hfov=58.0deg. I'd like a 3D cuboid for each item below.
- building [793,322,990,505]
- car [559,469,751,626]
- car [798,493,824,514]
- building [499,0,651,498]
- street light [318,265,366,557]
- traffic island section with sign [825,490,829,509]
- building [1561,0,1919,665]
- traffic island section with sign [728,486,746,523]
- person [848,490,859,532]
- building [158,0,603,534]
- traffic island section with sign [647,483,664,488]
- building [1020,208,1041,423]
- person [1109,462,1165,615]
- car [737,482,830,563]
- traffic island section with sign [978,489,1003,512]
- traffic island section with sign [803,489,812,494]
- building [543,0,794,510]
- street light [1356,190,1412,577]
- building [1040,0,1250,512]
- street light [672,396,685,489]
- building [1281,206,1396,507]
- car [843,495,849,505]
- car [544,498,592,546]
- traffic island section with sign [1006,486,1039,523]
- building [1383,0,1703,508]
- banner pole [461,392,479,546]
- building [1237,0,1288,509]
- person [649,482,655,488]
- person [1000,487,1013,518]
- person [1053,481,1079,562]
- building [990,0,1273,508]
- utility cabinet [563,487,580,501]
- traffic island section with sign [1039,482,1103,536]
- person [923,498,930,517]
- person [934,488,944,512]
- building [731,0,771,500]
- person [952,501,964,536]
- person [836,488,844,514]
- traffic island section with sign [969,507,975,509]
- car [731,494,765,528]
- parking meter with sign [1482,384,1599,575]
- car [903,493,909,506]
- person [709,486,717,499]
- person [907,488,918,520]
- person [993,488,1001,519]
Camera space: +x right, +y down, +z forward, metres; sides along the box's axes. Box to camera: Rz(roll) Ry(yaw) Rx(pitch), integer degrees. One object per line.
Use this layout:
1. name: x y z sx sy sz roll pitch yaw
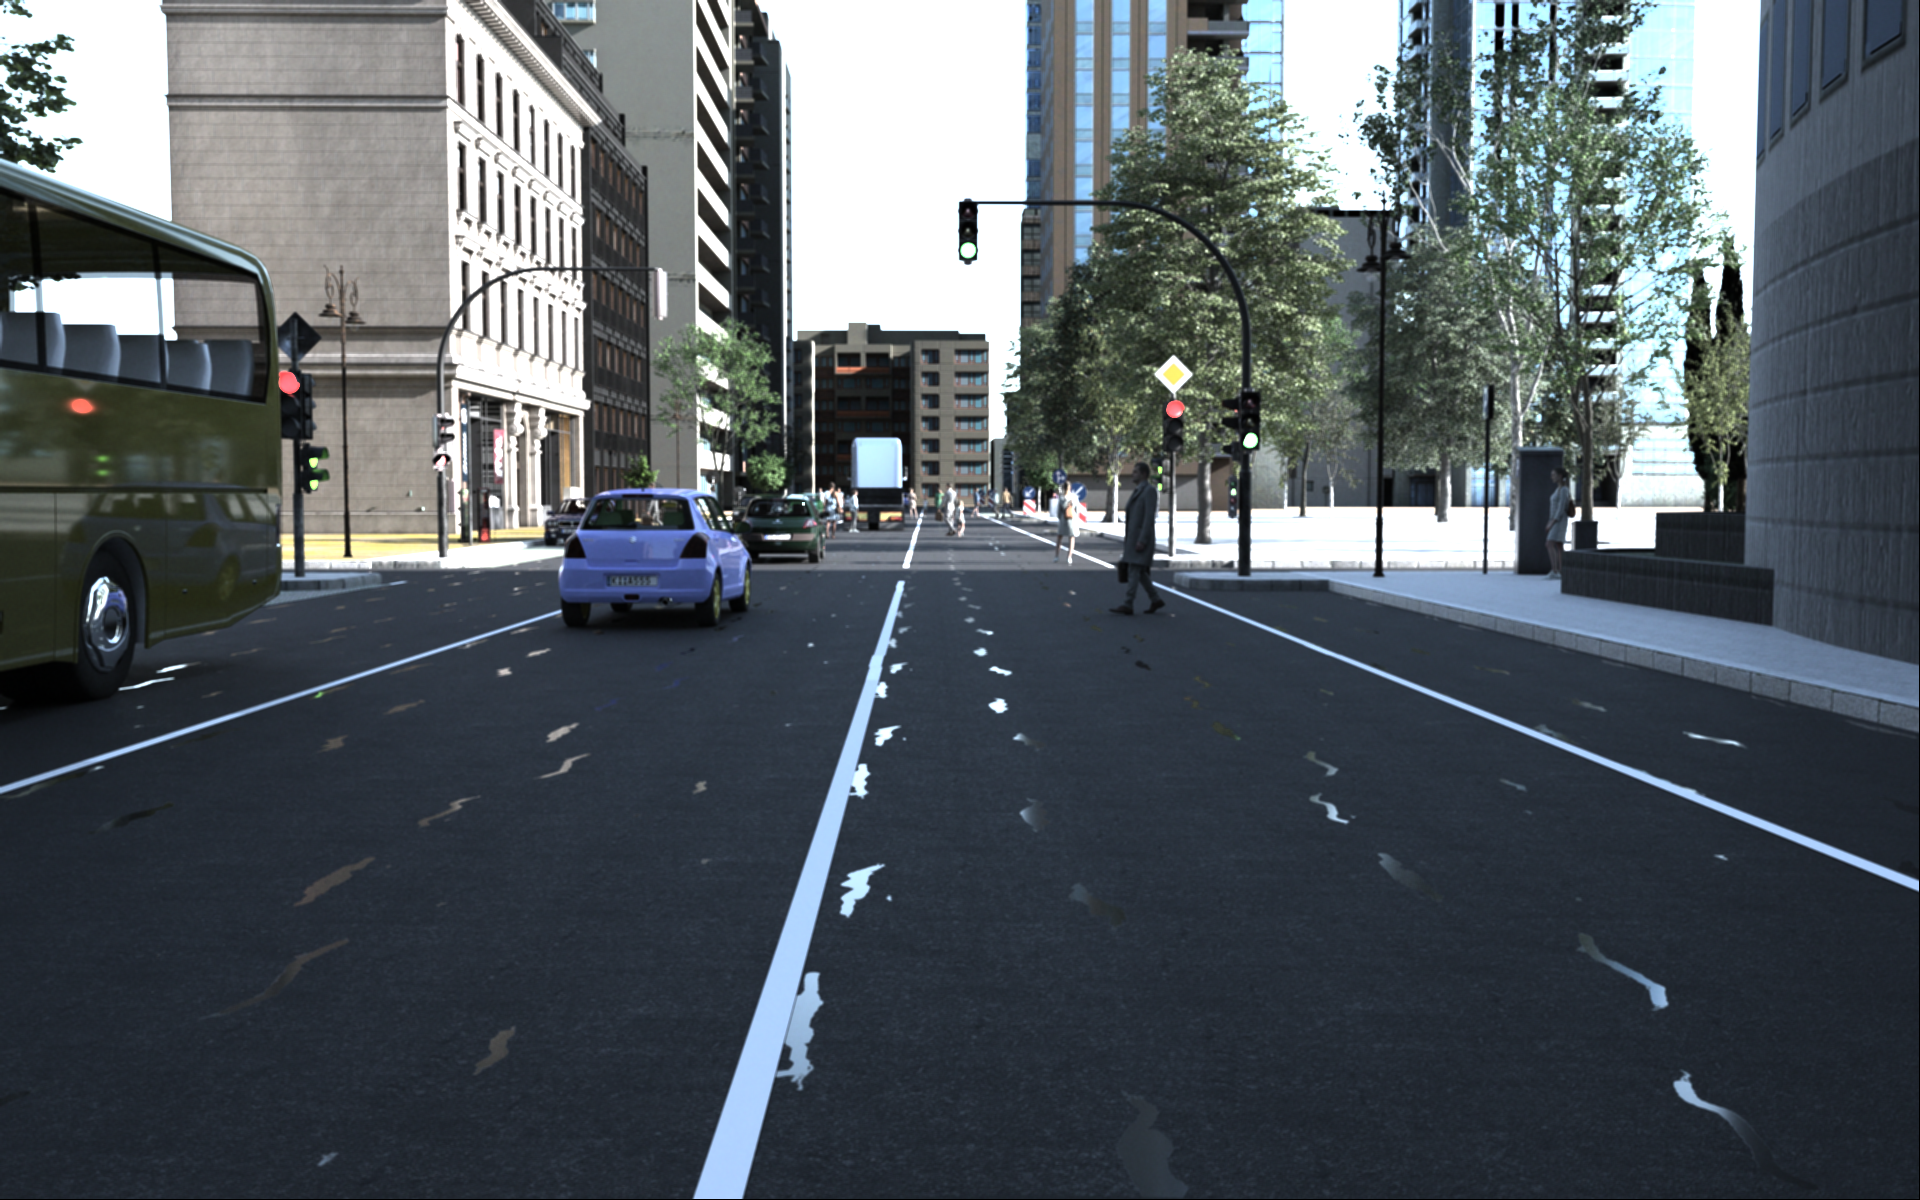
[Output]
1. building: -11.324 -22.239 208.654 28.899 21.520 27.650 0 4 -1
2. car: -3.442 -0.642 20.091 1.945 1.707 3.694 0 4 1
3. car: -9.072 -5.709 102.141 1.959 1.807 4.718 0 4 1
4. building: -22.517 -15.552 83.951 12.332 23.373 15.834 0 4 -1
5. street light: -12.476 -3.813 35.125 0.468 5.910 1.993 0 4 -1
6. traffic island section with sign: -12.494 -9.553 164.821 1.989 1.847 2.006 0 4 -1
7. building: 17.616 -28.614 9.840 21.231 58.520 28.212 0 4 -1
8. traffic island section with sign: -11.063 -4.793 86.992 1.989 1.847 2.006 0 4 -1
9. person: -4.001 -3.374 65.483 0.330 1.601 0.589 -1 4 -20
10. building: -20.539 -12.541 55.956 10.553 20.767 40.483 0 4 -1
11. traffic island section with sign: -10.565 -3.145 60.041 1.989 1.847 2.006 0 4 -1
12. building: 13.007 -24.787 176.973 14.160 30.474 14.107 0 4 -1
13. person: 2.118 -0.739 20.683 0.767 1.812 0.694 -1 4 -10
14. car: -3.819 -1.687 37.374 2.009 1.686 4.222 0 4 -3
15. traffic island section with sign: 2.421 -7.901 137.810 1.989 1.847 2.006 0 4 -1
16. traffic island section with sign: -11.988 -7.839 136.803 1.989 1.847 2.006 0 4 -1
17. building: -27.978 -33.558 172.373 21.600 48.544 21.300 0 4 -1
18. street light: 6.503 -3.299 26.723 0.468 5.910 1.993 0 4 -1
19. building: 13.442 -29.415 131.044 14.600 45.320 14.200 0 4 -1
20. street light: -13.272 -6.652 81.555 0.468 5.910 1.993 0 4 -1
21. building: 35.902 -24.828 177.645 14.107 30.474 14.160 0 4 -1
22. car: -10.026 -9.249 163.589 2.083 1.381 4.827 0 4 -3
23. car: -10.606 -2.228 49.010 1.945 1.354 3.894 0 4 -1
24. traffic island section with sign: 3.352 -4.831 87.609 1.989 1.847 2.006 0 4 -1
25. building: 58.512 -52.626 173.099 31.000 86.520 22.319 0 4 -1
26. banner pole: -12.099 -3.210 42.493 0.401 3.779 0.863 0 4 -1
27. building: 16.718 -51.360 152.408 22.319 86.520 31.000 0 4 -1
28. person: -10.214 -3.033 58.050 0.822 1.834 0.622 0 4 7
29. person: 2.836 -5.883 104.595 0.836 1.842 0.656 2 4 26
30. person: 2.248 -1.641 36.334 0.512 1.701 0.522 -1 4 -12
31. building: 19.174 -54.632 205.911 31.000 86.520 22.319 0 4 -1
32. utility cabinet: -12.514 -2.886 55.859 0.318 1.500 1.173 -2 4 -25
33. traffic island section with sign: 3.870 -3.126 59.742 1.989 1.847 2.006 0 4 -1
34. person: -2.134 -5.841 109.015 0.505 1.210 0.382 1 4 19
35. person: -1.366 -6.115 108.722 0.600 1.795 0.529 1 4 22
36. building: -27.708 -30.003 145.177 22.147 44.769 28.867 0 4 -1
37. person: -0.071 -2.756 58.582 0.505 1.210 0.382 2 4 32
38. person: -7.352 -5.914 105.281 0.616 1.811 0.778 2 4 33
39. traffic island section with sign: 1.903 -9.586 165.355 1.989 1.847 2.006 0 4 -1
40. car: -7.999 -3.603 68.695 2.009 1.686 4.222 0 4 0
41. parking meter with sign: 9.262 -1.920 27.649 1.738 3.016 0.543 0 4 8
42. car: -6.003 -10.795 186.085 1.945 1.707 3.694 0 4 -2
43. person: -11.462 -4.360 80.019 0.641 1.798 0.478 0 4 -6
44. person: -2.682 -5.413 97.350 0.599 1.781 0.374 0 4 -1
45. person: 2.089 -5.450 98.091 0.515 1.767 0.782 0 4 8
